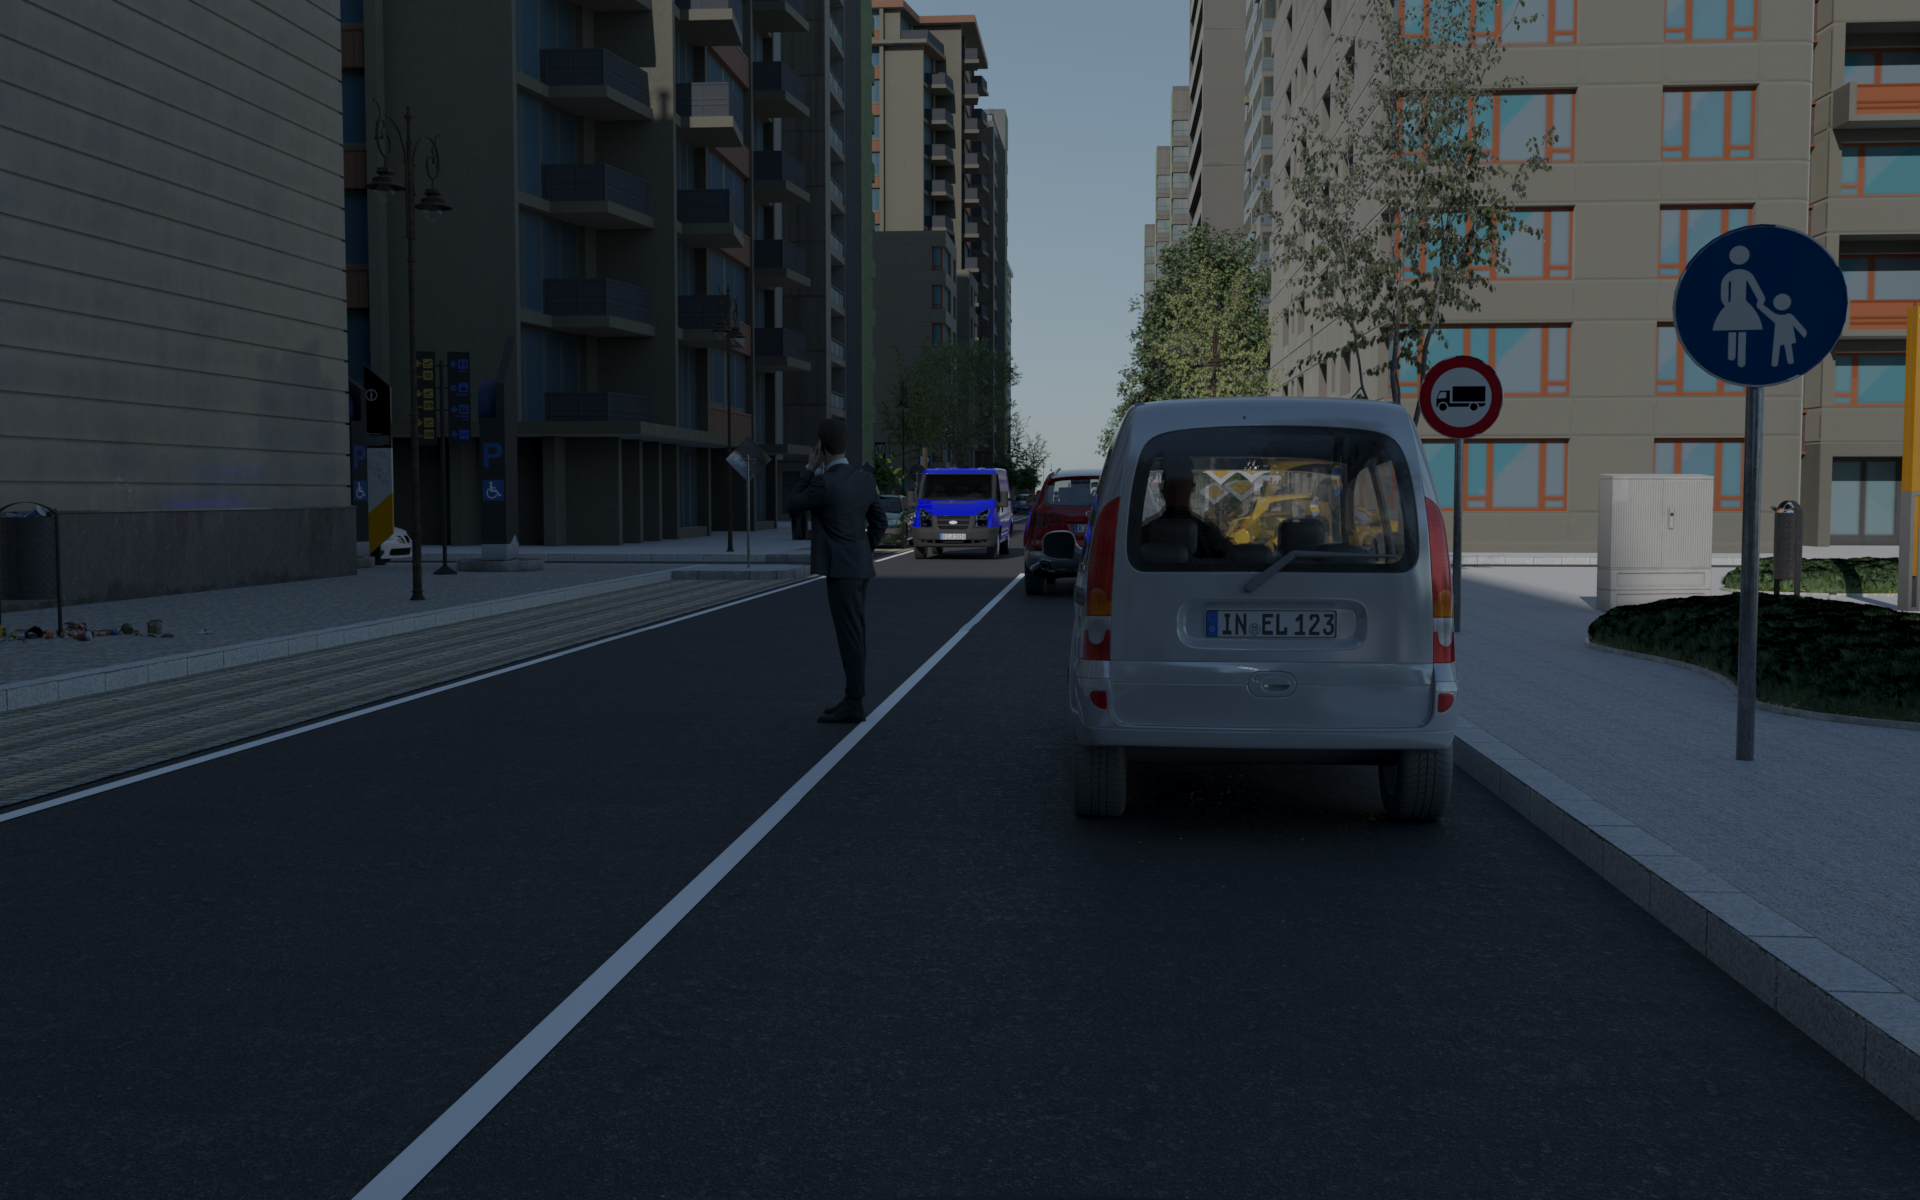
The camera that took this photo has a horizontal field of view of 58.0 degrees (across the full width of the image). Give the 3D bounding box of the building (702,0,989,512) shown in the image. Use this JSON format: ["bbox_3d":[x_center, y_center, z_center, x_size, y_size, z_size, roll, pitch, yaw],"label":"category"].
[{"bbox_3d":[-8.921,-30.789,158.030,22.147,44.769,28.867,0,4,5],"label":"building"}]

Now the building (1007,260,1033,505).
[{"bbox_3d":[-4.915,-34.825,261.272,32.217,40.220,23.993,0,4,5],"label":"building"}]

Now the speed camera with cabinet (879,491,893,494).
[{"bbox_3d":[-4.685,-7.106,110.525,0.660,3.252,2.038,2,4,32],"label":"speed camera with cabinet"}]

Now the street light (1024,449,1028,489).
[{"bbox_3d":[6.873,-12.619,179.104,0.468,5.910,1.993,0,4,5],"label":"street light"}]

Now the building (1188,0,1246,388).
[{"bbox_3d":[28.169,-30.889,128.743,21.300,48.544,21.600,0,4,5],"label":"building"}]

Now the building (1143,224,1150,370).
[{"bbox_3d":[34.845,-35.438,263.000,14.154,41.232,14.086,0,4,5],"label":"building"}]

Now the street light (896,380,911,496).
[{"bbox_3d":[-2.295,-5.963,70.289,0.468,5.910,1.993,0,4,5],"label":"street light"}]

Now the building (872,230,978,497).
[{"bbox_3d":[-13.509,-17.386,129.294,27.650,21.520,28.899,0,4,5],"label":"building"}]

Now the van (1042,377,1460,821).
[{"bbox_3d":[1.418,-0.122,9.015,2.013,2.044,4.112,0,4,4],"label":"van"}]

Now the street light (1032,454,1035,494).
[{"bbox_3d":[8.392,-13.758,197.735,0.468,5.910,1.993,0,4,5],"label":"street light"}]

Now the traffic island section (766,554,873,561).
[{"bbox_3d":[-3.029,-0.968,38.108,2.009,0.180,2.903,0,4,5],"label":"traffic island section"}]

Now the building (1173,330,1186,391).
[{"bbox_3d":[32.702,-18.973,155.255,27.650,21.520,28.899,0,4,5],"label":"building"}]

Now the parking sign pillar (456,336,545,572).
[{"bbox_3d":[-7.737,-2.482,29.056,1.447,3.967,1.447,0,4,-6],"label":"parking sign pillar"}]

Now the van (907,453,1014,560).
[{"bbox_3d":[0.101,-2.163,39.747,2.240,2.365,5.245,0,4,6],"label":"van"}]

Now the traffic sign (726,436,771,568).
[{"bbox_3d":[-3.676,-1.617,30.087,0.795,2.450,0.064,0,4,5],"label":"traffic sign"}]

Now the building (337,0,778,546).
[{"bbox_3d":[-17.015,-24.492,55.072,22.147,44.769,28.867,0,4,5],"label":"building"}]

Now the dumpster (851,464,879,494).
[{"bbox_3d":[-3.524,-3.313,56.655,1.502,2.255,1.985,0,4,5],"label":"dumpster"}]

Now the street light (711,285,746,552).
[{"bbox_3d":[-5.116,-4.013,38.393,0.468,5.910,1.993,0,4,5],"label":"street light"}]

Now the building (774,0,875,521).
[{"bbox_3d":[-12.046,-24.537,84.769,14.154,41.232,14.086,0,4,5],"label":"building"}]

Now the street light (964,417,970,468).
[{"bbox_3d":[0.385,-7.915,102.196,0.468,5.910,1.993,0,4,5],"label":"street light"}]

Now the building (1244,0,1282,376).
[{"bbox_3d":[28.460,-24.643,94.787,32.217,40.220,23.993,0,4,5],"label":"building"}]

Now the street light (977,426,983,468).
[{"bbox_3d":[1.358,-8.717,115.302,0.468,5.910,1.993,0,4,5],"label":"street light"}]

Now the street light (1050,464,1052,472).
[{"bbox_3d":[13.799,-17.692,262.056,0.468,5.910,1.993,0,4,5],"label":"street light"}]

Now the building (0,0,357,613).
[{"bbox_3d":[-22.107,-13.748,22.043,25.104,27.353,12.463,0,4,5],"label":"building"}]

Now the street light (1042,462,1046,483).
[{"bbox_3d":[11.119,-15.741,230.149,0.468,5.910,1.993,0,4,5],"label":"street light"}]

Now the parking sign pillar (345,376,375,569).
[{"bbox_3d":[-10.973,-2.546,30.107,1.447,3.967,1.447,1,4,19],"label":"parking sign pillar"}]

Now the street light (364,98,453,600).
[{"bbox_3d":[-6.563,-2.935,20.779,0.468,5.910,1.993,0,4,5],"label":"street light"}]

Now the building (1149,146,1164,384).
[{"bbox_3d":[30.093,-31.930,205.647,14.154,41.232,14.086,0,4,5],"label":"building"}]

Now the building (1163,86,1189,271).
[{"bbox_3d":[28.330,-30.150,176.548,14.154,41.232,14.086,0,4,5],"label":"building"}]

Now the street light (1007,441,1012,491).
[{"bbox_3d":[4.169,-10.667,147.199,0.468,5.910,1.993,0,4,5],"label":"street light"}]

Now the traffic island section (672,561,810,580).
[{"bbox_3d":[-3.700,-0.481,30.151,2.009,0.180,2.903,0,4,5],"label":"traffic island section"}]

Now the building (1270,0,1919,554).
[{"bbox_3d":[24.839,-12.532,49.946,28.899,21.520,27.650,0,4,5],"label":"building"}]

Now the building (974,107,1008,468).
[{"bbox_3d":[-2.459,-30.313,179.212,14.154,41.232,14.086,0,4,5],"label":"building"}]

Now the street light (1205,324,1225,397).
[{"bbox_3d":[6.926,-4.550,47.172,0.468,5.910,1.993,0,4,5],"label":"street light"}]
